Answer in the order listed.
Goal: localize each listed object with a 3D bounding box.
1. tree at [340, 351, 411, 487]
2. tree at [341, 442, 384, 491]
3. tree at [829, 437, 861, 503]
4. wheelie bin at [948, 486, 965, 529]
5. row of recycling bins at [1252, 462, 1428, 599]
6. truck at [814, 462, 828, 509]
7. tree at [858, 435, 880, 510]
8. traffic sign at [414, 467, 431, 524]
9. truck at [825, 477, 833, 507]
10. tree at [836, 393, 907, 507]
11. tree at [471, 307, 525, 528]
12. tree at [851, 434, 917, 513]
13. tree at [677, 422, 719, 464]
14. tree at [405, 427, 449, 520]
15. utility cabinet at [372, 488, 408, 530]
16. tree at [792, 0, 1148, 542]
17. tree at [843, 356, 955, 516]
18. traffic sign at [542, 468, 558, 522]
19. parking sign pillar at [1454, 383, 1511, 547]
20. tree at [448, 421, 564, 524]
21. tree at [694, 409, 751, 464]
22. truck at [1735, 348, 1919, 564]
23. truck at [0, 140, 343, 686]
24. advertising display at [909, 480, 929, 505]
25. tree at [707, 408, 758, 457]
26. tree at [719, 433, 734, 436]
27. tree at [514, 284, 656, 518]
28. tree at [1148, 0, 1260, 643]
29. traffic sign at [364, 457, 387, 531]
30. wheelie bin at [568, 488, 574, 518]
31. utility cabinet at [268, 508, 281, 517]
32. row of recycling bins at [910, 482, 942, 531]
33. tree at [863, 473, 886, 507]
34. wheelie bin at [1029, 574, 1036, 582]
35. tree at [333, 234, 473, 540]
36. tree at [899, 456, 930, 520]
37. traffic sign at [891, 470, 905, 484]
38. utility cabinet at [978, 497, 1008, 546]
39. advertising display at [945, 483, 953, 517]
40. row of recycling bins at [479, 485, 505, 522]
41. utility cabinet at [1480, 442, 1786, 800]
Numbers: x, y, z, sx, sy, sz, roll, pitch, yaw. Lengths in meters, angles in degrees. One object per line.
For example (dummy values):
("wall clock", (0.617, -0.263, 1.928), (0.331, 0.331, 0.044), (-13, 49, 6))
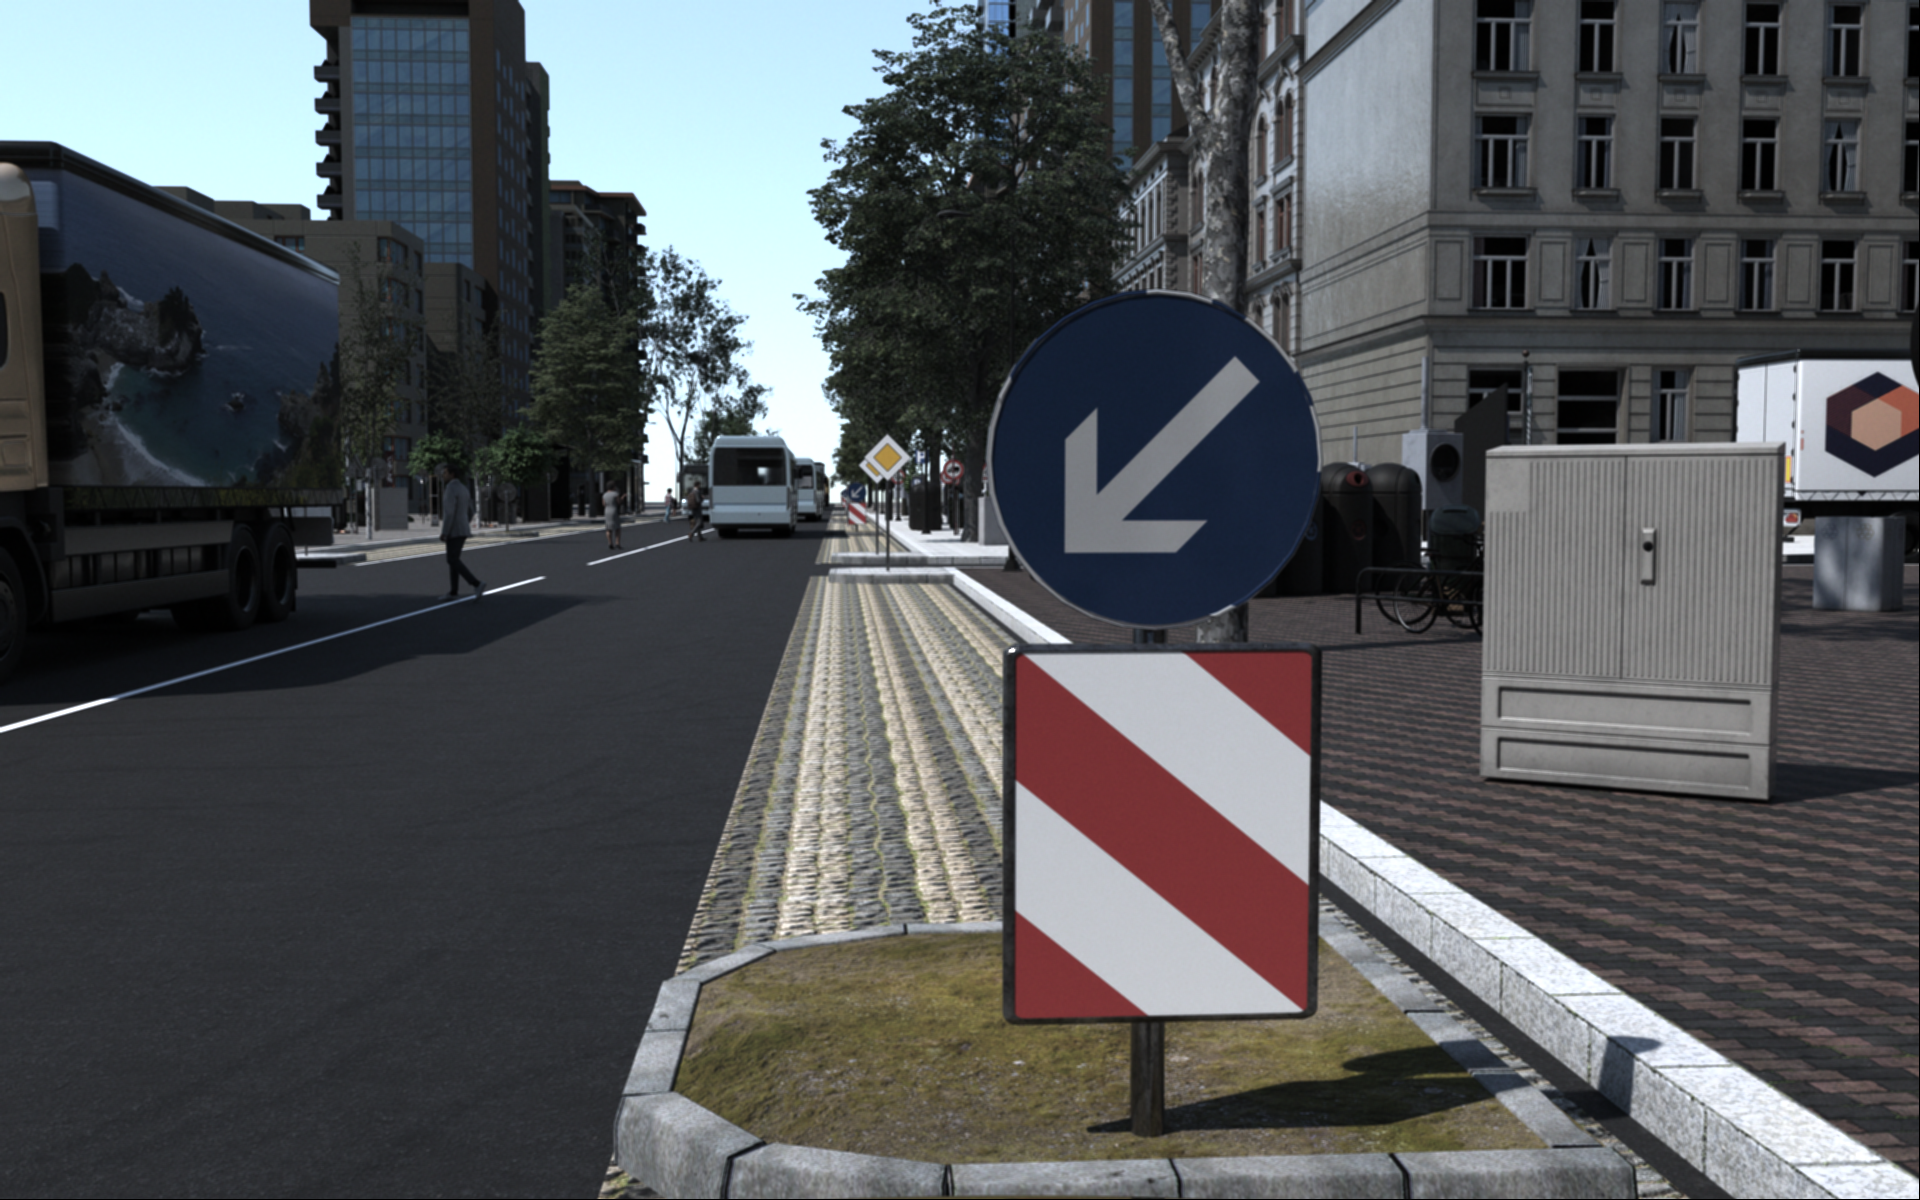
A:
("tree", (-30.031, -8.423, 88.080), (4.737, 8.622, 4.395), (0, 3, 0))
("tree", (-35.612, -7.258, 102.375), (4.285, 4.588, 4.351), (0, 3, 0))
("tree", (-14.782, -20.597, 253.769), (9.611, 12.733, 9.660), (0, 3, 0))
("wheelie bin", (-0.078, -3.462, 64.508), (0.693, 1.594, 0.980), (-1, 4, -21))
("row of recycling bins", (4.580, -0.934, 22.385), (3.534, 1.692, 1.069), (-2, 4, -35))
("truck", (-13.637, -10.331, 157.823), (2.839, 4.237, 11.283), (0, 4, -2))
("tree", (-6.544, -11.696, 141.592), (4.737, 8.622, 4.395), (0, 3, 0))
("traffic sign", (-23.146, -4.494, 74.660), (0.795, 2.450, 0.064), (0, 4, 3))
("truck", (-16.359, -12.456, 199.579), (3.469, 3.379, 9.791), (0, 4, -4))
("tree", (-8.529, -15.446, 170.664), (7.486, 12.596, 7.792), (0, 3, 0))
("tree", (-18.078, -6.973, 64.365), (4.360, 8.622, 3.978), (0, 3, 0))
("tree", (-4.491, -10.040, 114.517), (4.360, 8.622, 3.978), (0, 3, 0))
("tree", (-25.677, -13.530, 171.575), (4.737, 8.622, 4.395), (0, 3, 0))
("tree", (-25.428, -6.187, 84.875), (4.285, 4.588, 4.351), (0, 3, 0))
("utility cabinet", (-20.234, -3.229, 61.479), (1.173, 1.500, 0.318), (-2, 4, -30))
("tree", (0.461, -8.513, 45.837), (9.857, 13.997, 8.962), (0, 3, 0))
("tree", (-3.432, -10.765, 101.756), (9.928, 11.665, 9.643), (0, 3, 0))
("traffic sign", (-18.593, -4.789, 78.413), (0.768, 2.556, 0.104), (0, 4, 0))
("parking sign pillar", (12.809, -3.304, 42.490), (1.447, 3.967, 1.447), (3, 5, 40))
("tree", (-19.026, -5.624, 75.662), (4.285, 4.588, 4.351), (0, 3, 0))
("tree", (-29.044, -17.472, 211.428), (9.928, 11.665, 9.643), (0, 3, 0))
("truck", (21.549, -2.798, 34.660), (11.283, 4.237, 2.839), (0, 4, -3))
("truck", (-8.512, -1.656, 15.995), (2.839, 4.237, 11.283), (0, 4, -4))
("advertising display", (-1.923, -4.652, 81.274), (0.974, 1.923, 0.123), (-2, 4, -28))
("tree", (-29.585, -18.988, 228.574), (7.486, 12.596, 7.792), (0, 3, 0))
("tree", (-27.767, -15.593, 205.302), (4.360, 8.622, 3.978), (0, 3, 0))
("tree", (-20.363, -10.772, 94.256), (7.486, 12.596, 7.792), (0, 3, 0))
("tree", (3.289, -9.675, 14.082), (12.611, 20.169, 13.585), (0, 3, 0))
("traffic sign", (-20.048, -3.628, 59.426), (0.768, 2.556, 0.104), (0, 4, -2))
("wheelie bin", (-21.200, -5.220, 93.253), (0.980, 1.594, 0.693), (-3, 5, -40))
("utility cabinet", (-17.616, -2.159, 43.975), (1.173, 1.500, 0.318), (-2, 4, -30))
("row of recycling bins", (-1.288, -3.364, 62.109), (1.069, 1.692, 3.534), (0, 4, -6))
("tree", (-8.310, -11.852, 177.486), (4.285, 4.588, 4.351), (0, 3, 0))
("wheelie bin", (1.392, -1.059, 25.216), (0.693, 1.594, 0.980), (-1, 4, -20))
("tree", (-16.883, -6.011, 48.644), (4.360, 8.622, 3.978), (0, 3, 0))
("tree", (-2.360, -5.667, 87.255), (1.663, 3.219, 1.824), (0, 3, 0))
("traffic sign", (-3.178, -5.450, 89.206), (0.768, 2.556, 0.104), (0, 4, 3))
("utility cabinet", (0.941, -1.972, 43.397), (1.020, 1.237, 0.306), (-3, 4, -36))
("advertising display", (-0.596, -5.546, 95.889), (0.123, 1.923, 0.974), (1, 4, 23))
("row of recycling bins", (-22.143, -4.552, 81.535), (1.069, 1.692, 3.534), (-1, 4, -23))
("utility cabinet", (2.892, 0.072, 7.500), (1.173, 1.500, 0.318), (2, 4, 30))
